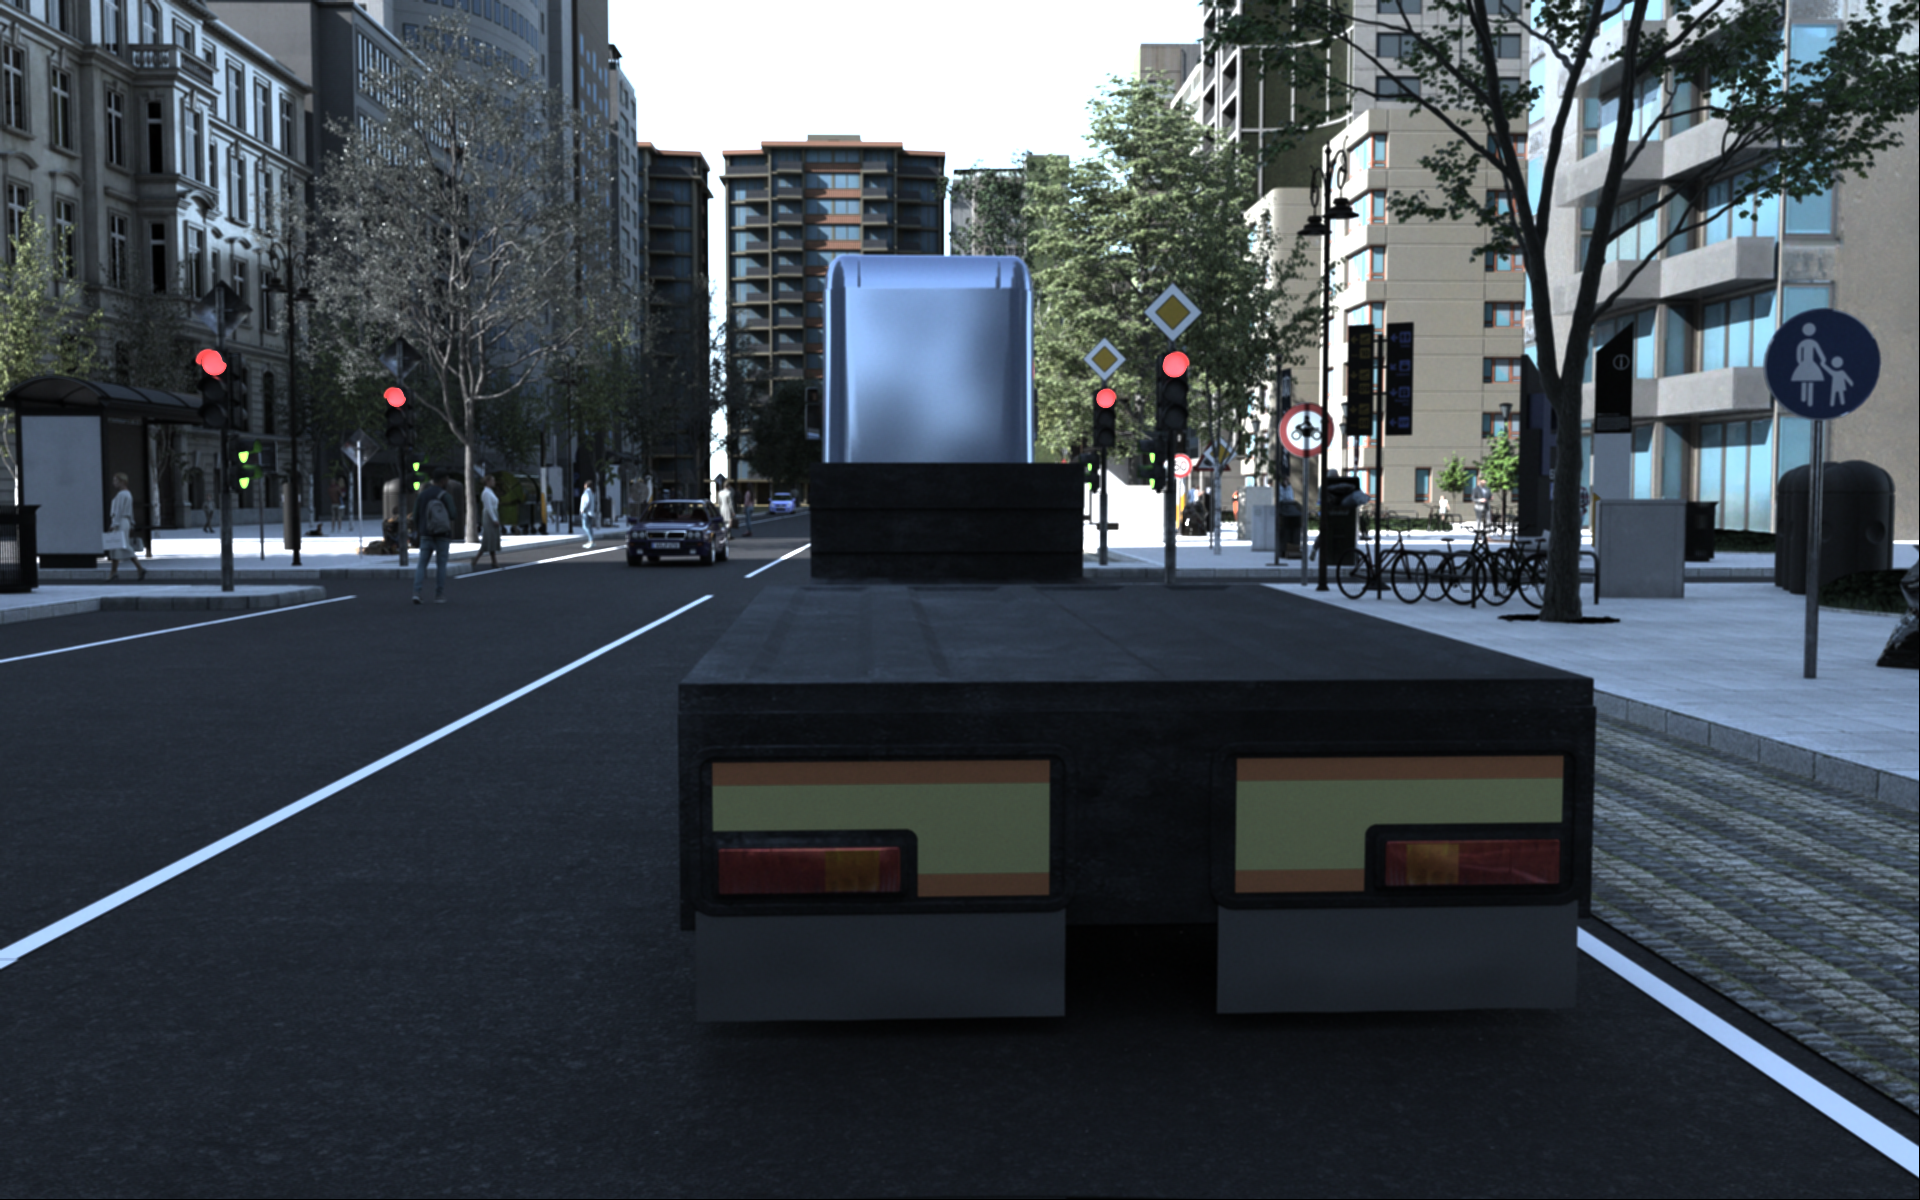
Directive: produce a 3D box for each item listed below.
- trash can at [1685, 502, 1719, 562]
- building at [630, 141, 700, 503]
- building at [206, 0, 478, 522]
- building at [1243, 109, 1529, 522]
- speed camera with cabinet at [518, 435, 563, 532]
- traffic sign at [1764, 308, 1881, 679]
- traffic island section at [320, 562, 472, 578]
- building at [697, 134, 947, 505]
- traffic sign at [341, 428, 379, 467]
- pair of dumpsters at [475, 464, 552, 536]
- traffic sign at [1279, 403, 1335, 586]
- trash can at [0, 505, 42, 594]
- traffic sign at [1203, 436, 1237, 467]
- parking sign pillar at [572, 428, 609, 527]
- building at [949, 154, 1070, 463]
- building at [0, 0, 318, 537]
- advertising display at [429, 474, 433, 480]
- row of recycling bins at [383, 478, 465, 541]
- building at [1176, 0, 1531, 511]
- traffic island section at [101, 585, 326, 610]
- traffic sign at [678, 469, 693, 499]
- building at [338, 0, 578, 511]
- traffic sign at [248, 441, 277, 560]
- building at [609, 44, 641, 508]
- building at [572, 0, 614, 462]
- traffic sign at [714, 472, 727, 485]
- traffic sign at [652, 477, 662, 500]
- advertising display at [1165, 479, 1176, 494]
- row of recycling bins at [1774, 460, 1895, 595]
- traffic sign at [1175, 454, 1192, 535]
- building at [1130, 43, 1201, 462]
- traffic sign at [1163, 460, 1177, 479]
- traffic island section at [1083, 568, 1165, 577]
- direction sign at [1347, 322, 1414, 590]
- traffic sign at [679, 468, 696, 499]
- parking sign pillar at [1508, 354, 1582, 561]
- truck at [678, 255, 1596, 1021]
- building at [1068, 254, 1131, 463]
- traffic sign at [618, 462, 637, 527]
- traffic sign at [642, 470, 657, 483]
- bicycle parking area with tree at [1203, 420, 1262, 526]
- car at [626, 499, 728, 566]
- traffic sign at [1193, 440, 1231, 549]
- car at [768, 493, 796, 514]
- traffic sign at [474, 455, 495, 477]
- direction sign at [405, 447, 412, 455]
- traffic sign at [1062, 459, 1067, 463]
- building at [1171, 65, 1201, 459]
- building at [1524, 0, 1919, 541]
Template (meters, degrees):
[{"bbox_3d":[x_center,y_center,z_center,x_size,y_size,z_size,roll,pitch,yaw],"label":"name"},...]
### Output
[{"bbox_3d":[14.041,-1.304,32.980,0.748,1.137,0.748,0,3,0],"label":"trash can"},{"bbox_3d":[-45.407,-34.177,213.421,28.867,44.769,22.147,0,4,-2],"label":"building"},{"bbox_3d":[-35.473,-18.214,91.311,14.314,27.812,24.014,0,4,-2],"label":"building"},{"bbox_3d":[31.691,-15.160,92.900,27.650,21.520,28.899,0,4,-2],"label":"building"},{"bbox_3d":[-14.227,-3.928,58.562,0.660,3.252,2.038,-3,5,-45],"label":"speed camera with cabinet"},{"bbox_3d":[5.925,-0.727,11.995,0.768,2.556,0.104,0,4,5],"label":"traffic sign"},{"bbox_3d":[-9.929,-0.525,30.870,2.009,0.180,2.903,0,4,-2],"label":"traffic island section"},{"bbox_3d":[-16.034,-34.184,213.537,28.867,44.769,22.147,0,4,-2],"label":"building"},{"bbox_3d":[-11.975,-2.129,34.549,0.795,2.593,0.064,0,4,7],"label":"traffic sign"},{"bbox_3d":[-14.079,-3.192,54.675,1.574,2.255,4.437,0,4,-2],"label":"pair of dumpsters"},{"bbox_3d":[4.829,-1.474,24.209,0.768,2.556,0.104,0,4,6],"label":"traffic sign"},{"bbox_3d":[-12.330,-0.663,22.490,0.748,1.137,0.748,0,3,0],"label":"trash can"},{"bbox_3d":[5.933,-2.427,39.412,0.795,2.593,0.064,0,4,4],"label":"traffic sign"},{"bbox_3d":[-14.735,-4.917,68.868,1.447,3.967,1.447,3,5,39],"label":"parking sign pillar"},{"bbox_3d":[5.842,-32.262,211.075,14.086,41.232,14.154,0,4,-2],"label":"building"},{"bbox_3d":[-34.222,-14.836,61.649,14.460,24.649,34.723,0,4,-2],"label":"building"},{"bbox_3d":[-17.522,-3.199,57.512,0.974,1.923,0.123,3,5,44],"label":"advertising display"},{"bbox_3d":[-14.516,-2.450,47.163,1.069,1.692,3.534,1,4,11],"label":"row of recycling bins"},{"bbox_3d":[26.293,-41.639,119.043,20.563,71.187,20.611,0,4,-2],"label":"building"},{"bbox_3d":[-9.693,-0.037,22.888,2.009,0.180,2.903,0,4,-2],"label":"traffic island section"},{"bbox_3d":[-14.013,-5.410,88.561,0.768,2.556,0.104,0,4,1],"label":"traffic sign"},{"bbox_3d":[-39.653,-35.245,118.256,21.231,58.520,28.212,0,4,-2],"label":"building"},{"bbox_3d":[-13.549,-1.924,33.583,0.606,2.300,0.079,0,4,0],"label":"traffic sign"},{"bbox_3d":[-37.207,-29.141,160.056,14.086,41.232,14.154,0,4,-2],"label":"building"},{"bbox_3d":[-36.310,-29.960,139.959,14.600,45.320,14.200,0,4,-2],"label":"building"},{"bbox_3d":[-14.376,-6.366,103.825,0.795,2.593,0.064,0,4,-1],"label":"traffic sign"},{"bbox_3d":[-17.772,-6.080,101.529,0.606,2.300,0.079,0,4,1],"label":"traffic sign"},{"bbox_3d":[7.670,-3.687,65.497,0.974,1.923,0.123,0,4,-6],"label":"advertising display"},{"bbox_3d":[11.308,-0.946,22.577,1.069,1.692,3.534,1,4,17],"label":"row of recycling bins"},{"bbox_3d":[6.948,-3.339,54.697,0.768,2.556,0.104,0,4,8],"label":"traffic sign"},{"bbox_3d":[22.706,-29.207,161.133,14.154,41.232,14.086,0,4,-2],"label":"building"},{"bbox_3d":[7.408,-3.671,60.126,0.768,2.556,0.104,0,4,2],"label":"traffic sign"},{"bbox_3d":[2.607,-0.548,31.235,2.009,0.180,2.903,0,4,-2],"label":"traffic island section"},{"bbox_3d":[5.591,-1.904,23.125,0.876,3.537,0.379,2,4,31],"label":"direction sign"},{"bbox_3d":[-13.803,-5.371,87.816,0.884,2.594,0.081,0,4,3],"label":"traffic sign"},{"bbox_3d":[11.446,-2.777,33.880,1.447,3.967,1.447,-3,5,-44],"label":"parking sign pillar"},{"bbox_3d":[-0.031,-1.469,13.784,2.967,4.110,18.799,0,4,-3],"label":"truck"},{"bbox_3d":[20.306,-26.915,211.768,14.107,30.474,14.160,0,4,-2],"label":"building"},{"bbox_3d":[-13.118,-4.170,68.287,0.768,2.556,0.104,0,4,1],"label":"traffic sign"},{"bbox_3d":[-15.873,-5.405,88.482,0.768,2.556,0.104,0,4,4],"label":"traffic sign"},{"bbox_3d":[13.449,-5.011,68.925,8.231,4.147,9.016,-2,4,-24],"label":"bicycle parking area with tree"},{"bbox_3d":[-5.817,-1.424,35.856,1.945,1.354,3.894,0,4,-1],"label":"car"},{"bbox_3d":[5.845,-2.461,40.242,0.884,2.594,0.081,0,4,-1],"label":"traffic sign"},{"bbox_3d":[-12.579,-6.919,122.712,1.945,1.707,3.694,0,4,-2],"label":"car"},{"bbox_3d":[-16.058,-3.588,58.402,0.795,2.593,0.064,0,4,4],"label":"traffic sign"},{"bbox_3d":[-16.554,-3.671,52.016,0.379,3.537,0.876,0,4,-6],"label":"direction sign"},{"bbox_3d":[3.824,-3.895,63.690,0.884,2.594,0.081,0,4,5],"label":"traffic sign"},{"bbox_3d":[31.270,-27.555,142.405,32.217,40.220,23.993,0,4,-2],"label":"building"},{"bbox_3d":[34.475,-26.648,55.296,30.456,49.044,23.786,0,4,-2],"label":"building"}]
